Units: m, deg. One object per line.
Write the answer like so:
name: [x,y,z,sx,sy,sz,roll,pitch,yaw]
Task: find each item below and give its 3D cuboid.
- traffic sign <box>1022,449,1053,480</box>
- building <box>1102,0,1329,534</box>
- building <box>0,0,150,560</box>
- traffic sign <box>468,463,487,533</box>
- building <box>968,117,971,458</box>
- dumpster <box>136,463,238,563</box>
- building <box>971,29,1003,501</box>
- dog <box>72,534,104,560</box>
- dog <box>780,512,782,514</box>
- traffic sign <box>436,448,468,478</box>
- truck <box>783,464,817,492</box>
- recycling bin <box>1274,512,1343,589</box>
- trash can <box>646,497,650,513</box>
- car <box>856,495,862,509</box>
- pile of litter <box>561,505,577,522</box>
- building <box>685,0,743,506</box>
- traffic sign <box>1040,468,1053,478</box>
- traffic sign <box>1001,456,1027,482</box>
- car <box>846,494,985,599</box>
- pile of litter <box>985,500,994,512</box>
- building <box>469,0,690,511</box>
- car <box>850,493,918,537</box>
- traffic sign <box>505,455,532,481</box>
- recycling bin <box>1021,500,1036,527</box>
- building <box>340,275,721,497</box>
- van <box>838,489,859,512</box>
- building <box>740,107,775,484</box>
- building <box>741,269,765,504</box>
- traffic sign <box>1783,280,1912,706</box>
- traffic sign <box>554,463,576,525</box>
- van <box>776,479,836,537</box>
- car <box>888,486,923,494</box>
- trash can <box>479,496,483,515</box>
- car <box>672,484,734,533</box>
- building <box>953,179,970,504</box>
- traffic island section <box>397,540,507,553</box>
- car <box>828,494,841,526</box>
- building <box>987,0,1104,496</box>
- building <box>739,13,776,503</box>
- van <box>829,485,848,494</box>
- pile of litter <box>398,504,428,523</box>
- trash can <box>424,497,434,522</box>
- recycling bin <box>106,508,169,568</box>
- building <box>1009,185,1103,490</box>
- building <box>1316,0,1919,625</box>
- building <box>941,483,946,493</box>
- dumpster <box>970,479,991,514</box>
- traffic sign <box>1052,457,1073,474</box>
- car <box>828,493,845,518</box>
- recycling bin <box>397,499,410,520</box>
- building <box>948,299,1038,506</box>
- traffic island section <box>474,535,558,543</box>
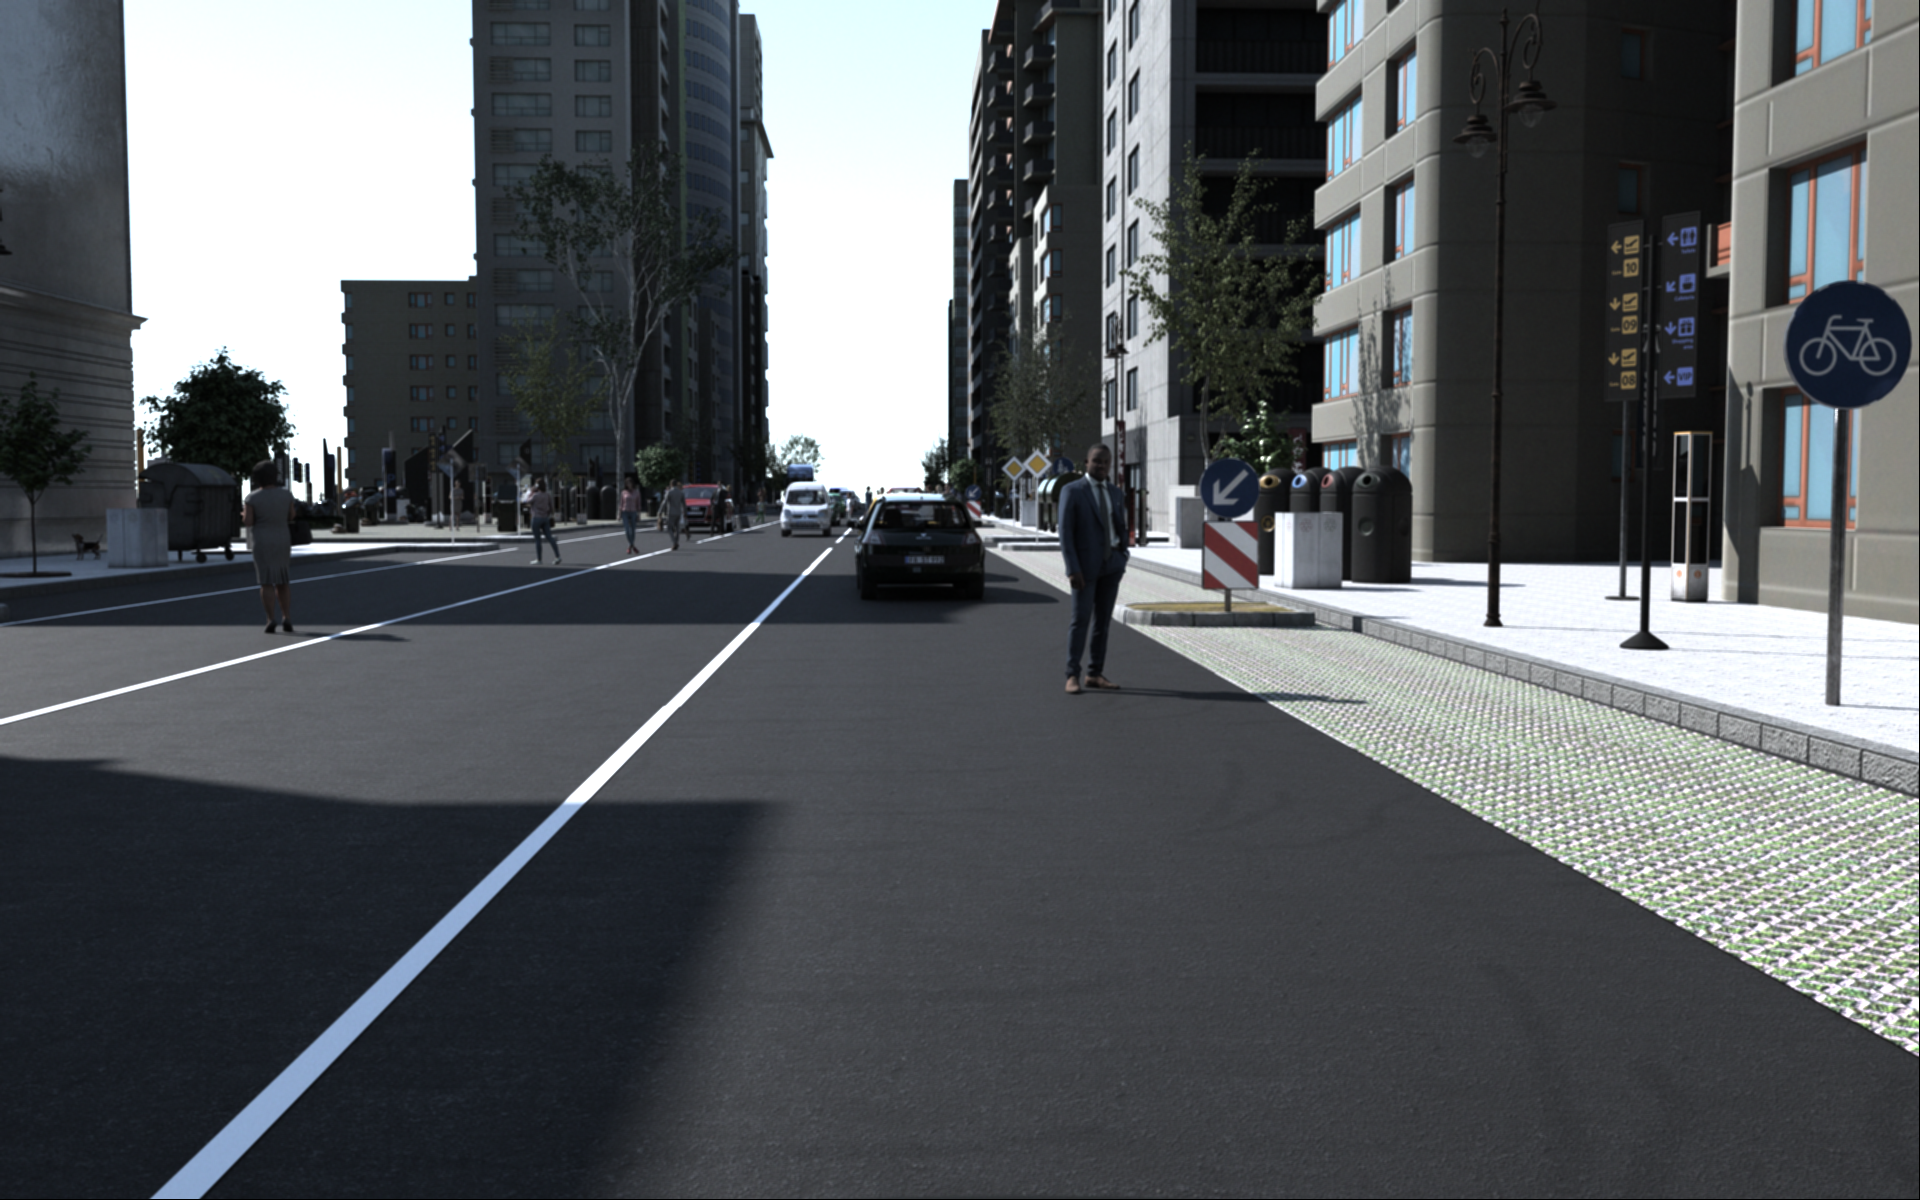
traffic sign: [2.004,-2.588,44.501,0.795,2.593,0.064,0,4,-2]
building: [16.665,-38.177,62.444,20.611,71.187,20.563,0,4,-2]
building: [-28.550,-12.093,33.885,21.152,22.565,11.583,0,4,-2]
traffic sign: [-16.046,-3.394,57.629,0.606,2.300,0.079,0,4,4]
building: [8.123,-33.236,193.519,14.600,45.320,14.200,0,4,-2]
dumpster: [-14.587,-1.647,32.690,1.264,1.857,1.865,0,4,-2]
building: [12.258,-33.733,175.236,21.300,48.544,21.600,0,4,-2]
dog: [-17.063,-1.044,33.900,0.406,0.507,0.540,0,4,-8]
dog: [-12.571,-6.365,124.253,0.748,0.427,0.550,3,4,39]
traffic sign: [-12.877,-2.550,43.884,0.795,2.593,0.064,0,4,-2]
truck: [-14.683,-10.510,161.605,2.967,4.110,18.799,0,4,-4]
recycling bin: [4.758,-0.680,23.669,0.722,1.027,0.722,-1,4,-12]
trash can: [-17.354,-5.252,97.530,0.748,1.137,0.748,0,3,0]
car: [-10.509,-9.459,167.020,2.083,1.381,4.827,0,4,-2]
pile of litter: [-18.068,-3.982,79.063,1.176,0.858,1.719,-1,4,-17]
building: [-34.736,-39.157,182.219,21.231,58.520,28.212,0,4,-2]
traffic sign: [3.219,-4.093,67.033,0.768,2.556,0.104,0,4,5]
traffic sign: [1.661,-3.076,52.479,0.795,2.593,0.064,0,4,-2]
car: [-0.629,-0.932,25.025,2.009,1.686,4.222,0,4,-4]
pile of litter: [2.202,-6.667,122.962,1.719,0.858,1.176,0,4,-2]
building: [-28.697,-27.484,132.965,14.154,41.232,14.086,0,4,-2]
car: [-0.932,-1.231,30.357,2.015,1.641,3.980,0,4,-2]
traffic sign: [-13.220,-3.038,51.861,0.795,2.593,0.064,0,4,-2]
recycling bin: [2.876,-3.416,68.399,0.722,1.027,0.722,2,4,28]
building: [-36.659,-18.942,154.737,27.650,21.520,28.899,0,4,-2]
van: [-9.332,-8.302,142.746,2.013,2.044,4.112,0,4,-2]
building: [-40.636,-39.772,239.512,28.713,52.752,27.495,0,4,-2]
building: [-32.455,-27.404,219.761,14.160,30.474,14.107,0,4,-2]
traffic sign: [5.306,-0.633,10.451,0.768,2.556,0.104,0,4,-1]
traffic sign: [-16.228,-4.354,71.191,0.884,2.594,0.081,0,4,-2]
van: [-5.270,-3.212,59.524,2.013,2.044,4.112,0,4,-3]
car: [-2.595,-4.511,82.425,2.281,1.827,5.304,0,4,-1]
trash can: [-29.641,-5.839,107.125,0.748,1.137,0.748,0,3,0]
car: [-9.679,-3.458,65.206,2.281,1.827,5.304,0,4,-2]
building: [5.976,-33.247,227.190,14.154,41.232,14.086,0,4,-2]
traffic island section: [-12.900,-1.325,43.950,2.009,0.180,2.903,0,4,-2]
car: [-6.387,-4.055,78.095,2.131,1.459,4.920,0,4,-1]
building: [13.778,-30.311,150.207,22.147,44.769,28.867,0,4,-2]
building: [-38.175,-50.477,263.543,20.563,71.187,20.611,0,4,-2]
van: [-10.532,-8.938,150.528,2.240,2.365,5.245,0,4,-4]
pile of litter: [-24.316,-3.826,76.523,1.719,0.858,1.176,0,4,-7]
trash can: [-24.029,-4.114,78.916,0.748,1.137,0.748,0,3,0]
recycling bin: [-14.401,-1.087,30.332,0.722,1.027,0.722,1,4,11]
building: [18.028,-16.328,112.002,27.650,21.520,28.899,0,4,-2]
building: [22.769,-11.113,26.732,27.650,21.520,28.899,0,4,-2]
building: [12.969,-35.702,275.608,32.217,40.220,23.993,0,4,-2]
dumpster: [1.262,-6.566,109.849,1.502,2.255,1.985,0,4,-3]
traffic sign: [3.563,-3.648,59.758,0.768,2.556,0.104,0,4,7]
car: [-7.909,-5.878,104.906,1.959,1.807,4.718,0,4,-2]
recycling bin: [-26.735,-4.307,82.977,0.722,1.027,0.722,-1,4,-19]
building: [5.151,-29.615,255.900,14.160,30.474,14.107,0,4,-2]
traffic island section: [-13.243,-1.813,51.928,2.009,0.180,2.903,0,4,-2]
